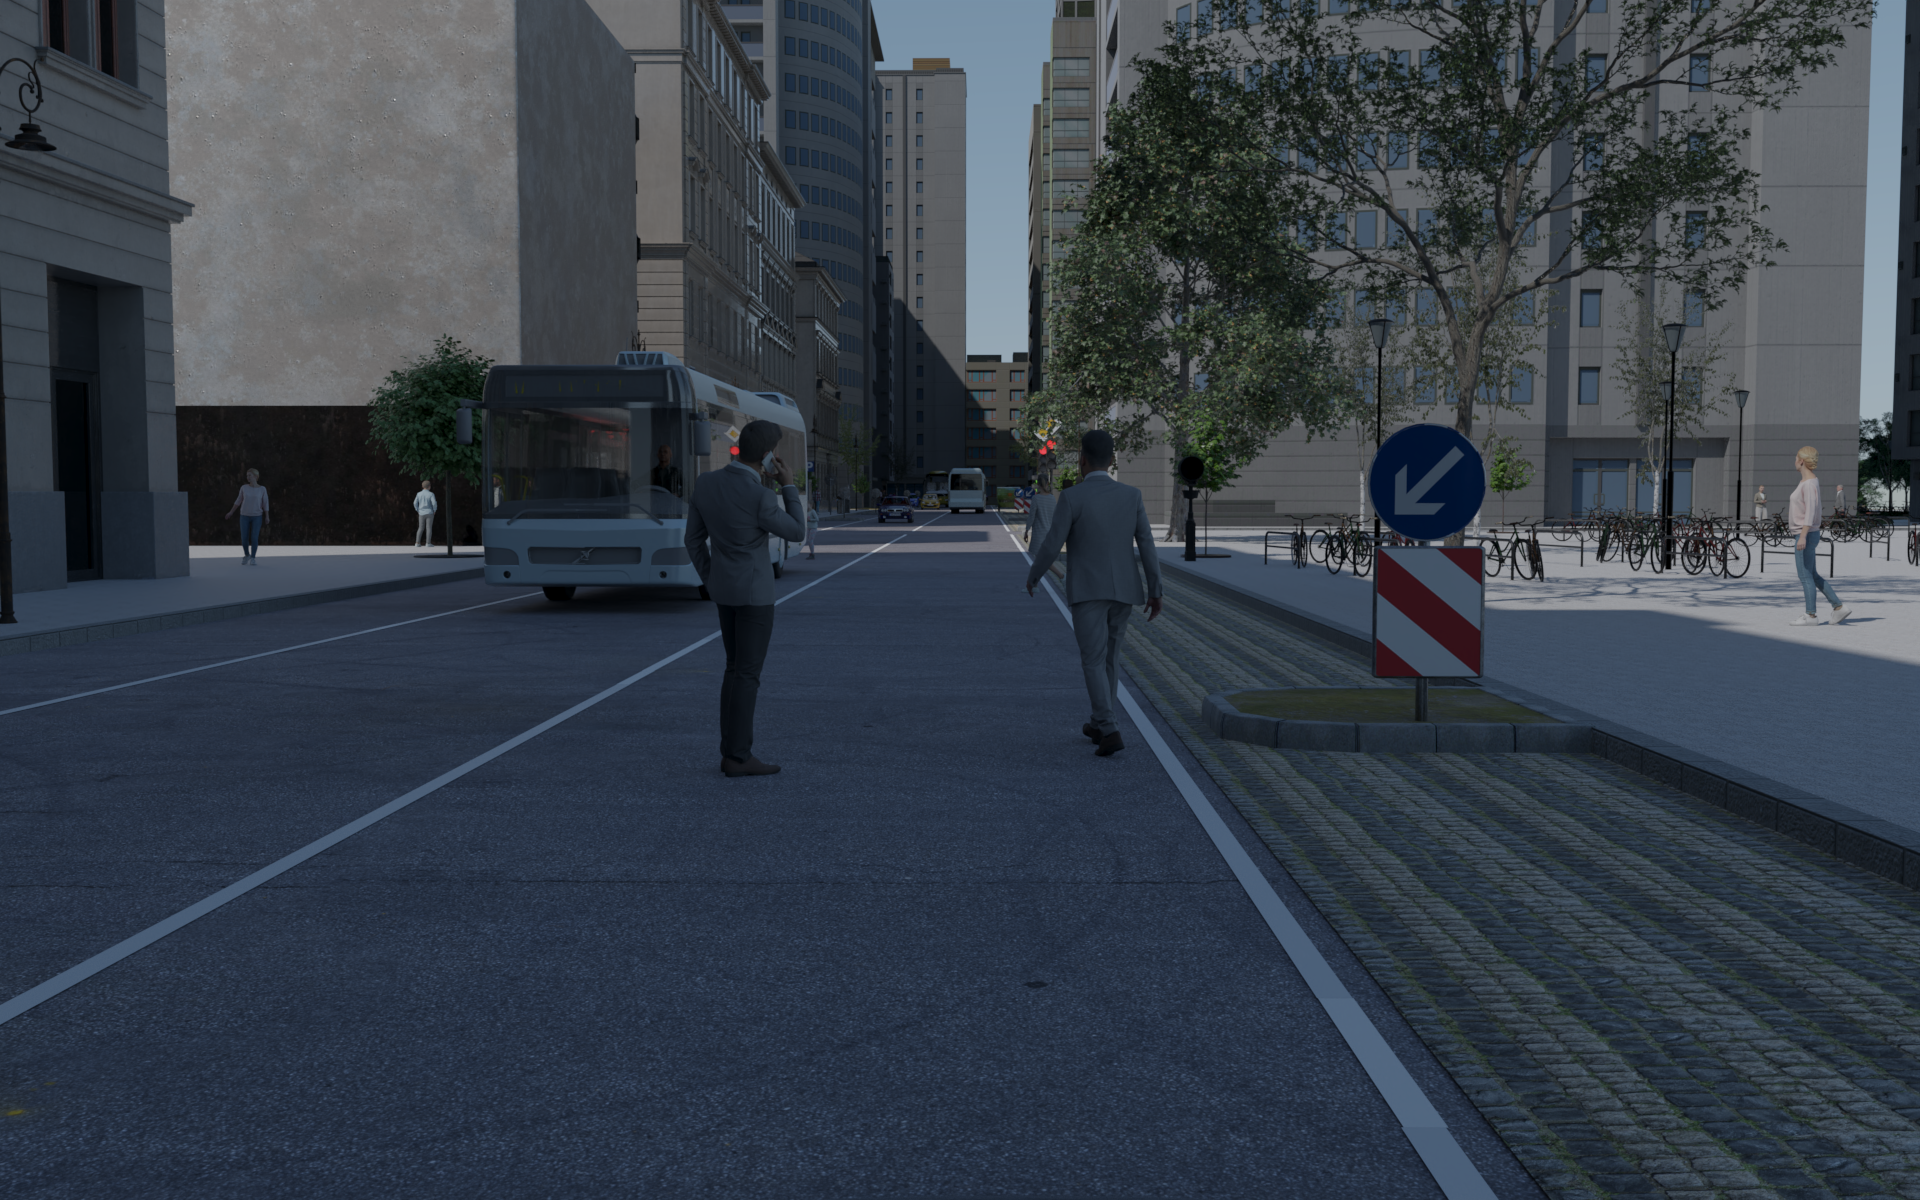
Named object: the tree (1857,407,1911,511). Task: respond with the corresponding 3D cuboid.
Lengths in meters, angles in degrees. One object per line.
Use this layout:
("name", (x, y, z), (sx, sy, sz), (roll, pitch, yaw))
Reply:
("tree", (61.630, -8.921, 108.763), (11.467, 7.101, 20.602), (0, 4, -6))

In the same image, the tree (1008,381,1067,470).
("tree", (7.361, -12.276, 135.120), (7.601, 10.594, 8.767), (-1, 4, -23))

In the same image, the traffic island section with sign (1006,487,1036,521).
("traffic island section with sign", (3.594, -5.142, 92.701), (1.989, 1.847, 2.006), (0, 4, 1))

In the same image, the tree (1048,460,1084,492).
("tree", (6.048, -6.389, 99.056), (1.663, 3.219, 1.824), (0, 3, 0))

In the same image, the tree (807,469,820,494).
("tree", (-8.615, -6.310, 97.777), (1.663, 3.219, 1.824), (0, 3, 0))

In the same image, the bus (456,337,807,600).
("bus", (-4.317, -1.916, 26.187), (2.948, 3.499, 13.247), (0, 4, 1))

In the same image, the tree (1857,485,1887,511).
("tree", (61.845, -14.107, 132.470), (13.155, 14.587, 18.604), (0, 4, -4))

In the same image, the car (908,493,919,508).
("car", (-5.206, -10.547, 182.039), (1.945, 1.707, 3.694), (0, 4, 0))

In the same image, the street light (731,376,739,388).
("street light", (-8.798, -5.821, 67.967), (0.468, 5.910, 1.993), (0, 4, 1))

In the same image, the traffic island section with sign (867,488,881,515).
("traffic island section with sign", (-5.765, -6.799, 119.798), (1.989, 1.847, 2.006), (0, 4, 1))

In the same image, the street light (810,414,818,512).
("street light", (-8.384, -7.787, 100.111), (0.468, 5.910, 1.993), (0, 4, 1))

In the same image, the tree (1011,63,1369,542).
("tree", (6.008, -7.893, 46.056), (9.611, 12.733, 9.660), (0, 3, 0))

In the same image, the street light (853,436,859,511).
("street light", (-7.910, -9.737, 131.981), (0.468, 5.910, 1.993), (0, 4, 1))

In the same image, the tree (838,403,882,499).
("tree", (-8.634, -11.471, 137.920), (4.737, 8.622, 4.395), (0, 3, 0))

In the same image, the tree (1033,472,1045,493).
("tree", (6.010, -8.140, 127.690), (1.663, 3.219, 1.824), (0, 3, 0))

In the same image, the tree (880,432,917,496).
("tree", (-7.139, -15.356, 201.430), (4.360, 8.622, 3.978), (0, 3, 0))

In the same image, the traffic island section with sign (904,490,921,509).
("traffic island section with sign", (-5.117, -9.844, 169.577), (1.989, 1.847, 2.006), (0, 4, 1))

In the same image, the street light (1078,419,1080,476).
("street light", (5.387, -6.456, 78.349), (0.468, 5.910, 1.993), (0, 4, 1))

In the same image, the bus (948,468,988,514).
("bus", (0.616, -8.307, 130.681), (2.948, 3.499, 13.247), (0, 4, 1))

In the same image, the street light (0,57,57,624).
("street light", (-9.457, -2.705, 17.016), (0.468, 5.910, 1.993), (0, 4, 1))

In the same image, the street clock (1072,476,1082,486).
("street clock", (4.878, -4.063, 70.999), (0.358, 2.002, 0.471), (0, 4, 8))

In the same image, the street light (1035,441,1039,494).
("street light", (6.351, -10.346, 141.944), (0.468, 5.910, 1.993), (0, 4, 1))

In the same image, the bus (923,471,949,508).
("bus", (-2.226, -11.900, 186.105), (2.896, 3.916, 12.252), (0, 4, 2))

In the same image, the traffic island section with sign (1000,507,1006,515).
("traffic island section with sign", (3.970, -6.856, 120.725), (1.989, 1.847, 2.006), (0, 4, 1))

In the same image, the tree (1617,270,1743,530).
("tree", (23.148, -6.516, 56.906), (4.360, 8.622, 3.978), (0, 3, 0))

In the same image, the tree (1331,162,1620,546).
("tree", (10.970, -5.297, 36.968), (4.360, 8.622, 3.978), (0, 3, 0))

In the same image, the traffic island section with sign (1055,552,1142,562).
("traffic island section with sign", (2.864, -1.761, 37.422), (1.989, 1.847, 2.006), (0, 4, 1))

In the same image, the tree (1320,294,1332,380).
("tree", (13.333, -6.482, 56.338), (4.360, 8.622, 3.978), (0, 3, 0))

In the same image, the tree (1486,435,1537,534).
("tree", (17.655, -3.780, 56.398), (1.663, 3.219, 1.824), (0, 3, 0))

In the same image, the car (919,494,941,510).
("car", (-2.687, -8.942, 156.424), (2.015, 1.641, 3.980), (0, 4, -1))

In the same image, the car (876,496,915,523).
("car", (-3.201, -4.548, 86.934), (1.945, 1.354, 3.894), (0, 4, 0))

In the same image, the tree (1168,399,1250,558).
("tree", (5.115, -2.478, 35.109), (1.663, 3.219, 1.824), (0, 3, 0))

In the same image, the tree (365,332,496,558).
("tree", (-10.311, -3.149, 35.193), (4.285, 4.588, 4.351), (0, 3, 0))

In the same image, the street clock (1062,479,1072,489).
("street clock", (5.127, -4.780, 82.726), (0.471, 2.002, 0.358), (-2, 4, -28))

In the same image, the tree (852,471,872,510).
("tree", (-8.115, -9.035, 142.328), (1.663, 3.219, 1.824), (0, 3, 0))

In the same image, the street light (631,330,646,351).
("street light", (-9.021, -4.650, 48.815), (0.468, 5.910, 1.993), (0, 4, 1))

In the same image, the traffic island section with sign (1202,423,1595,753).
("traffic island section with sign", (2.517, -0.113, 10.470), (1.989, 1.847, 2.006), (0, 4, 1))

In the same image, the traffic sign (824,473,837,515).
("traffic sign", (-7.945, -6.491, 106.238), (0.768, 2.556, 0.104), (0, 4, 7))

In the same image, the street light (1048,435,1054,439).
("street light", (5.830, -8.401, 110.147), (0.468, 5.910, 1.993), (0, 4, 1))

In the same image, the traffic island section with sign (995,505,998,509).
("traffic island section with sign", (4.608, -9.836, 169.440), (1.989, 1.847, 2.006), (0, 4, 1))

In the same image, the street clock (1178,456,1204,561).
("street clock", (4.403, -1.742, 33.054), (0.471, 2.002, 0.358), (0, 4, -4))

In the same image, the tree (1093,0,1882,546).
("tree", (5.718, -5.218, 19.724), (8.767, 10.594, 7.601), (0, 4, 3))

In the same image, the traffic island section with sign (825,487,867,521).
("traffic island section with sign", (-6.136, -5.125, 92.428), (1.989, 1.847, 2.006), (0, 4, 1))
